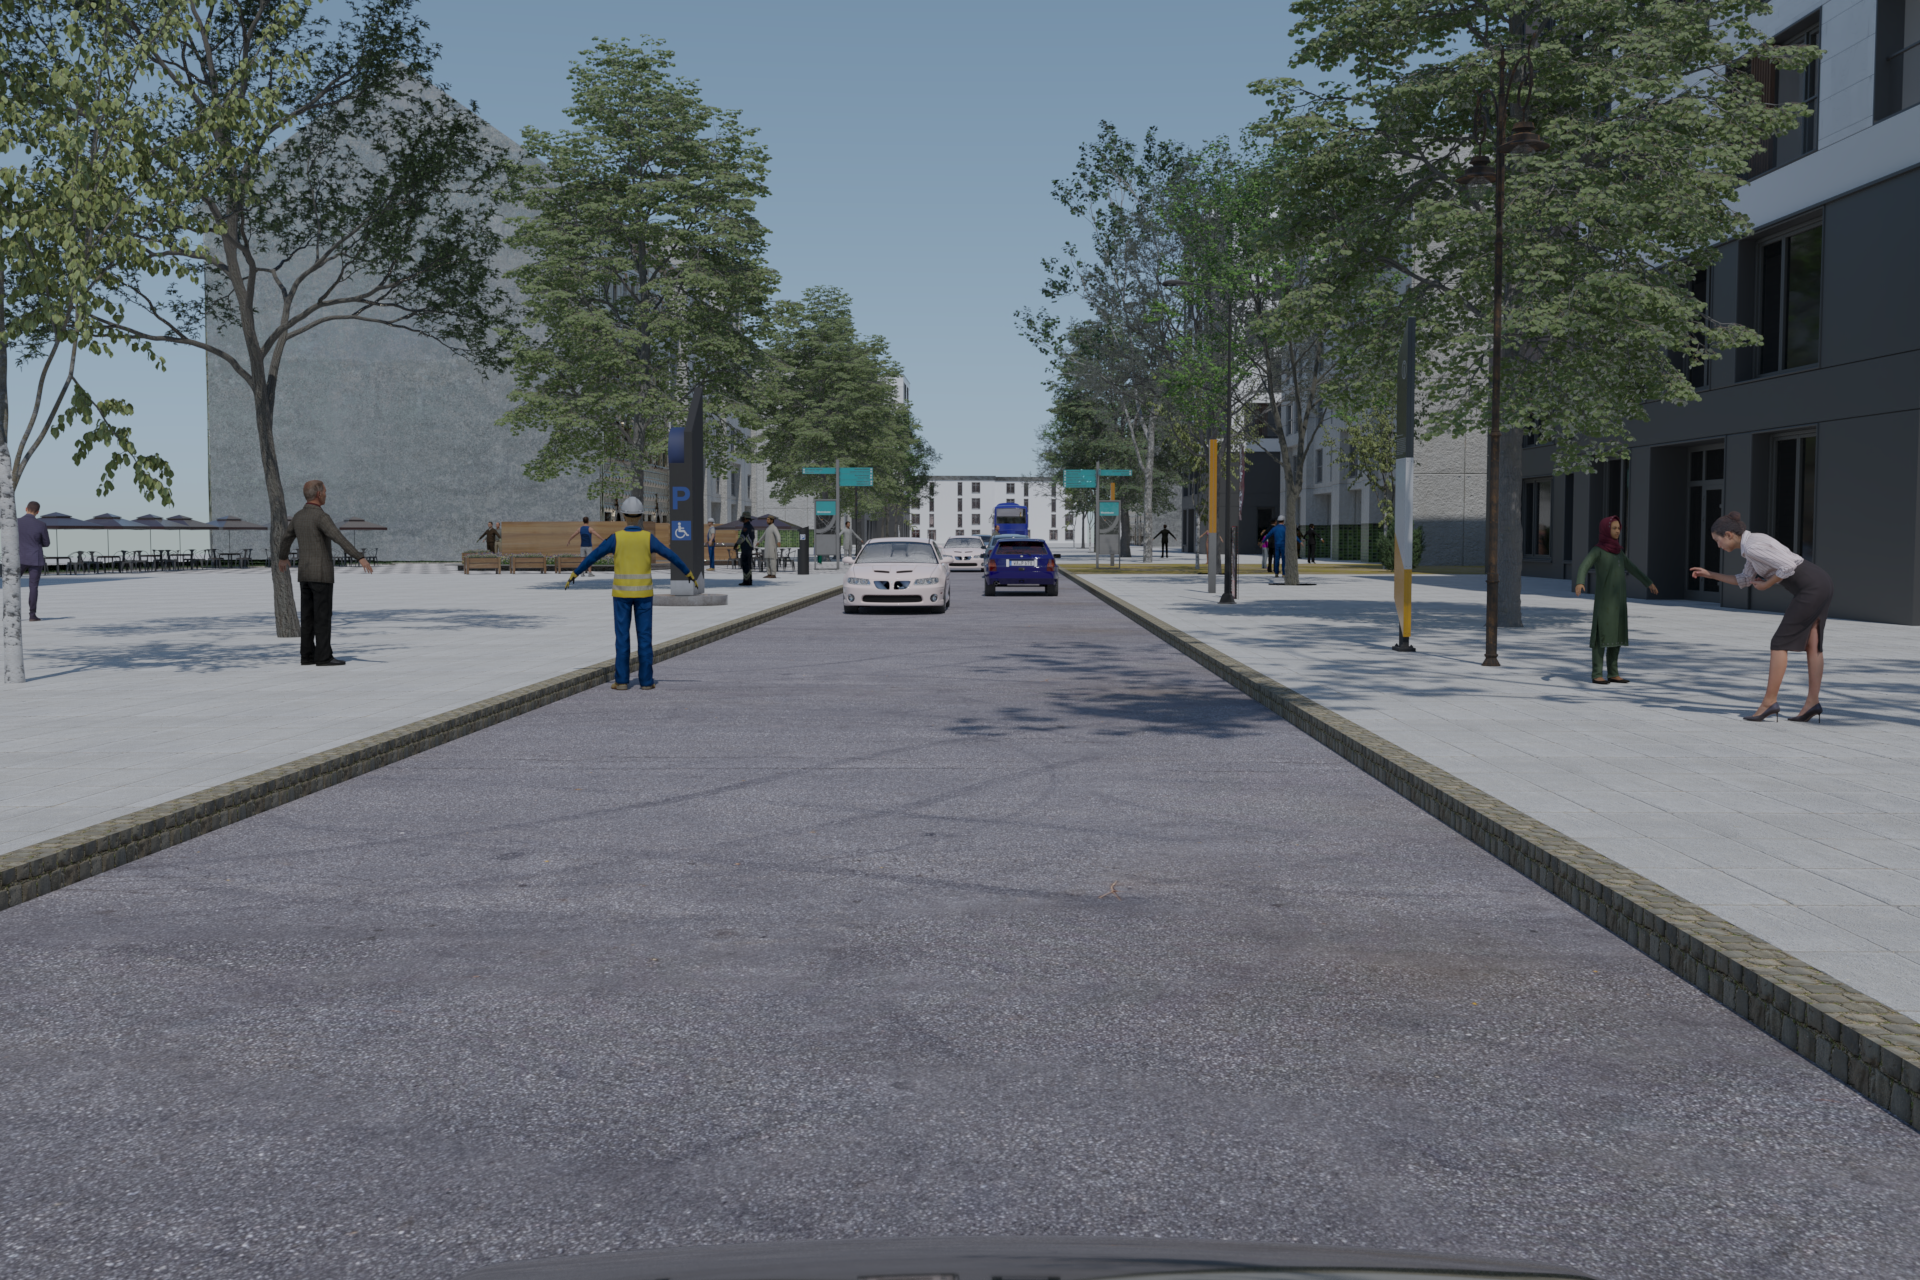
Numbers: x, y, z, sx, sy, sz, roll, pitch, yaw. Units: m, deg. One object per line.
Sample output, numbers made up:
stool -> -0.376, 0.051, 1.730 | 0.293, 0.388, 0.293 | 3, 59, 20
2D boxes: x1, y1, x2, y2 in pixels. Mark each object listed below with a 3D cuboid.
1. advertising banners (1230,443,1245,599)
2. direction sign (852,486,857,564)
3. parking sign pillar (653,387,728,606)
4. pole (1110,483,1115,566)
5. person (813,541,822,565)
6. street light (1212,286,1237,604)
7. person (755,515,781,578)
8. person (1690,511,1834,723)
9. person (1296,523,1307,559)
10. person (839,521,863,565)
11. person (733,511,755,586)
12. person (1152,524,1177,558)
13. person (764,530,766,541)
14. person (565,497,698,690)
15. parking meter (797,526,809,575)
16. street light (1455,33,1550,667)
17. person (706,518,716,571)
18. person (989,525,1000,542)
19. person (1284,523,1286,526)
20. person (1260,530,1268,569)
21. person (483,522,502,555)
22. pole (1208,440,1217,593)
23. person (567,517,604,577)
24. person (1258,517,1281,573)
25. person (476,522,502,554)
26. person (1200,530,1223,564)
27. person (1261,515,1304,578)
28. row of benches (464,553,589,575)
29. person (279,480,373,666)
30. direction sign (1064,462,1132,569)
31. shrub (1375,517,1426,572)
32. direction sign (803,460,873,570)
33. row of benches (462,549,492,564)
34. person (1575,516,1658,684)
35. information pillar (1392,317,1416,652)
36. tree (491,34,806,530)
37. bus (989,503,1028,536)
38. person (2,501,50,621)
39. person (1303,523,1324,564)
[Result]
advertising banners -> 5.441, -2.330, 34.282 | 0.090, 3.025, 2.074 | 0, 4, 1
direction sign -> -4.481, -5.064, 74.797 | 0.379, 3.537, 0.876 | 0, 4, 1
parking sign pillar -> -4.933, -2.619, 31.287 | 1.447, 3.967, 1.447 | 0, 4, 0
pole -> 6.087, -4.605, 69.141 | 0.158, 3.312, 0.155 | 0, 3, 0
person -> -5.917, -4.043, 72.222 | 0.704, 1.817, 1.347 | -1, 4, -12
street light -> 5.462, -3.619, 31.710 | 1.470, 5.913, 1.316 | 0, 4, 1
person -> -5.511, -2.701, 50.252 | 0.704, 1.819, 1.344 | -3, 4, -36
person -> 5.522, -0.161, 11.865 | 0.799, 1.438, 0.628 | 0, 4, -4
person -> 17.612, -5.165, 90.223 | 1.354, 1.858, 0.705 | -3, 5, -44
person -> -4.584, -3.967, 71.053 | 1.347, 1.806, 0.705 | -2, 4, -35
person -> -5.330, -2.273, 43.031 | 0.704, 1.845, 1.351 | 1, 4, 9
person -> 10.995, -5.310, 93.011 | 1.347, 1.806, 0.705 | 0, 4, -5
person -> -8.993, -4.627, 81.775 | 0.705, 1.813, 1.348 | 1, 4, 17
person -> -3.028, -0.434, 16.012 | 1.216, 1.772, 0.721 | -1, 4, -14
parking meter -> -4.936, -2.821, 54.541 | 0.372, 1.533, 0.369 | 0, 3, 0
street light -> 5.165, -2.684, 16.667 | 0.468, 5.910, 1.993 | 0, 4, 1
person -> -8.732, -3.349, 60.610 | 0.705, 1.847, 1.347 | -1, 4, -13
person -> 1.540, -3.825, 71.268 | 0.705, 1.796, 1.348 | 2, 4, 35
person -> 17.297, -5.280, 92.103 | 0.705, 1.856, 1.354 | 3, 4, 38
person -> 11.325, -3.348, 64.006 | 0.599, 1.433, 0.991 | -1, 4, -19
person -> -20.413, -4.297, 76.530 | 1.348, 1.796, 0.705 | 0, 4, 5
pole -> 5.466, -2.669, 37.489 | 0.158, 3.312, 0.155 | 0, 3, 0
person -> -11.253, -2.816, 52.208 | 1.345, 1.807, 0.704 | 1, 4, 11
person -> 10.409, -3.150, 57.435 | 1.347, 1.837, 0.705 | 3, 5, 44
person -> -19.961, -4.126, 73.599 | 1.346, 1.812, 0.704 | 2, 4, 26
person -> 10.679, -4.116, 74.099 | 1.217, 1.733, 0.721 | 2, 4, 25
person -> 9.495, -2.770, 51.164 | 1.347, 1.842, 0.705 | 2, 4, 34
row of benches -> -13.983, -2.461, 55.702 | 4.104, 0.672, 1.422 | -2, 4, -24
person -> -6.261, -0.656, 16.910 | 1.348, 1.807, 0.705 | 2, 4, 32
direction sign -> 5.090, -4.574, 63.548 | 2.525, 3.948, 1.411 | 0, 3, 0
shrub -> 14.799, -3.285, 58.124 | 1.690, 2.028, 1.600 | 0, 3, 0
direction sign -> -4.351, -4.520, 62.656 | 2.525, 3.948, 1.411 | 0, 4, 3
row of benches -> -19.721, -3.380, 70.724 | 1.422, 0.672, 4.104 | 0, 4, -7
person -> 5.594, -0.342, 14.799 | 0.989, 1.438, 0.599 | -2, 4, -30
information pillar -> 4.872, -1.690, 18.979 | 0.183, 3.616, 0.504 | 0, 4, 1
tree -> -7.172, -7.460, 40.097 | 7.486, 12.596, 7.792 | 0, 3, 0
bus -> 3.811, -8.808, 135.563 | 2.896, 3.916, 12.251 | 0, 3, 0
person -> -13.780, -1.166, 25.548 | 0.683, 1.767, 0.568 | -1, 4, -21
person -> 15.358, -4.200, 75.386 | 0.721, 1.740, 1.216 | -2, 4, -35
